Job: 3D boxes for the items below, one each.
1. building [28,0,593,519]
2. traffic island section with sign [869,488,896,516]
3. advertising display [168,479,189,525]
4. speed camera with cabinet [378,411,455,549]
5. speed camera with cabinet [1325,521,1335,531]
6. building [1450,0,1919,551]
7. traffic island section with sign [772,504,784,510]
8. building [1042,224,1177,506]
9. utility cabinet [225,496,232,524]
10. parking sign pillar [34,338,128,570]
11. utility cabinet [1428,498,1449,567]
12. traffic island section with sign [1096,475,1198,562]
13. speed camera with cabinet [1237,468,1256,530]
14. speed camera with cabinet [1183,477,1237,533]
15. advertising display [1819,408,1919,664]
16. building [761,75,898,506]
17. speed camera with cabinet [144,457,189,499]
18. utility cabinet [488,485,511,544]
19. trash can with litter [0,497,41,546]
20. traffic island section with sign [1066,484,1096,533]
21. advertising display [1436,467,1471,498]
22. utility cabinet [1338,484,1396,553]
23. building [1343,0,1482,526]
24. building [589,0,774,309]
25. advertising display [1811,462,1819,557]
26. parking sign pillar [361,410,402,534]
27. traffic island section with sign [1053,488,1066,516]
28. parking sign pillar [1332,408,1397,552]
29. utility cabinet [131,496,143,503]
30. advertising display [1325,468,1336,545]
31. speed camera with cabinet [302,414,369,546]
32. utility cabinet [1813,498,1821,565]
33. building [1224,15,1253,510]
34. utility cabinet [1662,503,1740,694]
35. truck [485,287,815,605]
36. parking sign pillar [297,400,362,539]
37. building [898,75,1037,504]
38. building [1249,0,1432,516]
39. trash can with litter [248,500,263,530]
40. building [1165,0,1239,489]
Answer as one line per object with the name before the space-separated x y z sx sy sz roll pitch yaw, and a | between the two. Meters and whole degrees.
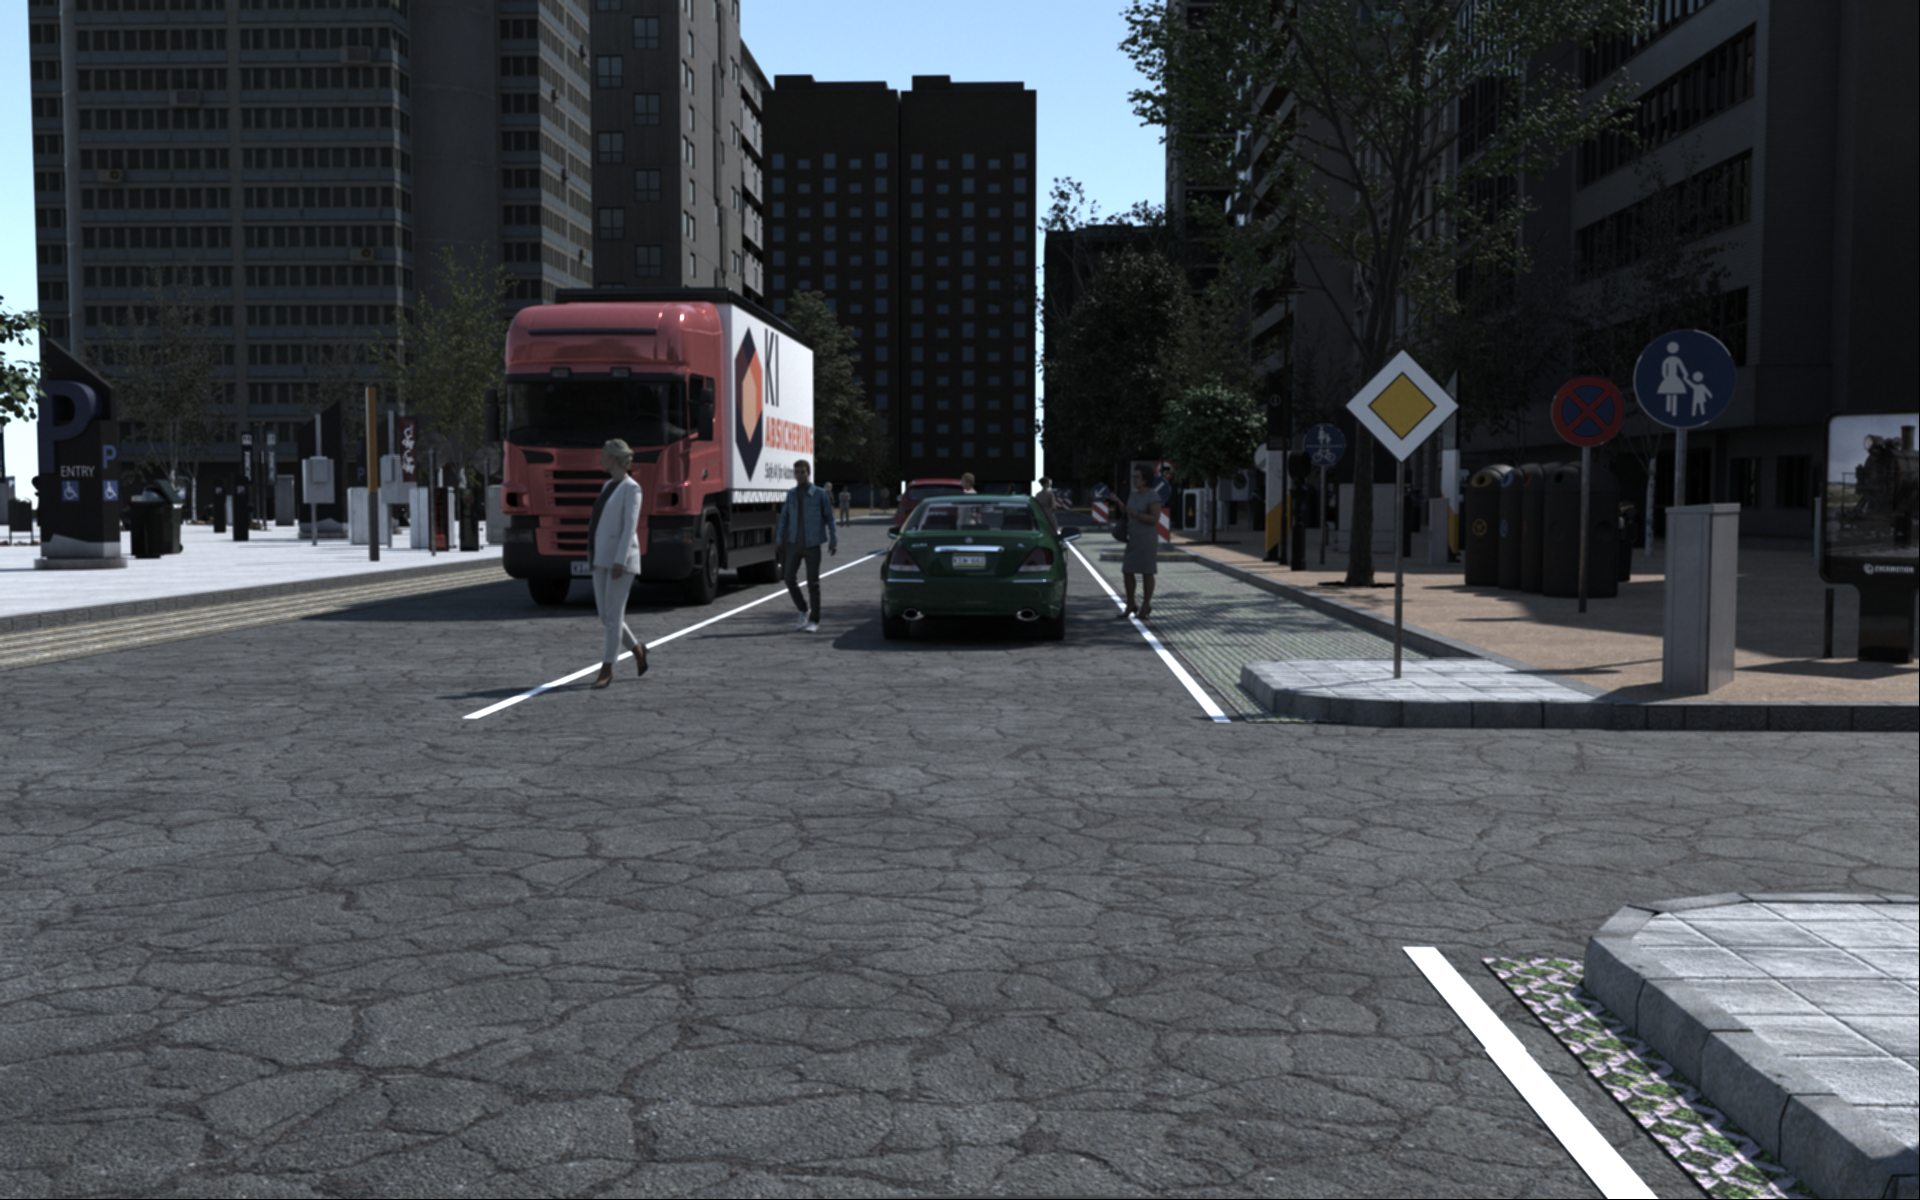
building | -34.929 -24.972 100.179 32.217 40.220 23.993 0 4 2
traffic island section with sign | -4.934 -6.470 114.405 1.989 1.847 2.006 0 4 2
advertising display | -32.927 -4.144 72.973 0.974 1.923 0.123 1 4 22
speed camera with cabinet | -12.807 -2.846 40.871 2.038 3.252 0.660 2 4 35
speed camera with cabinet | 13.230 -4.063 60.765 0.660 3.252 2.038 0 4 -5
building | 25.078 -14.204 51.304 14.314 24.678 30.058 0 4 2
traffic island section with sign | -6.834 -3.390 64.054 1.989 1.847 2.006 0 4 2
building | 16.025 -25.484 188.362 14.107 30.474 14.160 0 4 2
utility cabinet | -30.751 -3.808 73.423 1.020 1.237 0.306 0 4 8
parking sign pillar | -15.165 -2.526 29.771 1.447 3.967 1.447 1 4 15
utility cabinet | 8.542 -1.210 30.947 0.306 1.237 1.020 1 4 12
traffic island section with sign | 4.018 -1.744 37.143 1.989 1.847 2.006 0 4 2
speed camera with cabinet | 9.578 -4.149 62.172 2.038 3.252 0.660 3 4 38
speed camera with cabinet | 8.332 -3.917 58.376 0.660 3.252 2.038 -2 4 -28
advertising display | 7.079 -0.488 13.192 0.123 1.923 0.974 -3 5 -43
building | -13.364 -32.928 188.478 14.200 45.320 14.600 0 4 2
speed camera with cabinet | -39.418 -5.606 85.989 0.660 3.252 2.038 3 4 36
utility cabinet | -11.225 -2.124 43.404 1.173 1.500 0.318 1 4 12
trash can with litter | -23.778 -1.962 43.143 2.233 1.210 1.678 -1 4 -10
traffic island section with sign | 5.043 -3.391 64.079 1.989 1.847 2.006 0 4 2
advertising display | 11.804 -2.218 41.475 0.974 1.923 0.123 -2 4 -26
utility cabinet | 8.830 -1.768 37.588 1.173 1.500 0.318 1 4 10
building | 24.023 -15.136 76.351 11.050 23.489 19.941 0 4 2
building | -34.488 -37.148 196.615 27.495 52.752 28.713 0 4 2
advertising display | 17.618 -1.852 35.502 0.123 1.923 0.974 3 4 36
parking sign pillar | -18.628 -4.092 55.377 1.447 3.967 1.447 2 4 31
traffic island section with sign | 6.924 -6.451 114.099 1.989 1.847 2.006 0 4 2
parking sign pillar | 9.126 -3.085 38.920 1.447 3.967 1.447 1 4 20
utility cabinet | -31.207 -3.381 66.442 0.306 1.237 1.020 3 4 37
advertising display | 9.565 -2.330 43.317 0.974 1.923 0.123 -1 4 -20
speed camera with cabinet | -15.405 -3.009 43.537 2.038 3.252 0.660 -2 4 -28
utility cabinet | 15.890 -1.219 31.085 0.306 1.237 1.020 -2 4 -32
building | 32.848 -31.546 135.386 23.786 49.044 30.456 0 4 2
utility cabinet | 4.941 -0.024 11.560 0.306 1.237 1.020 2 4 33
truck | -4.176 -2.259 25.849 2.839 4.237 11.283 0 4 3
parking sign pillar | -18.284 -3.745 49.706 1.447 3.967 1.447 0 4 4
building | 1.132 -32.939 188.666 14.200 45.320 14.600 0 4 2
building | 30.482 -29.712 109.493 21.300 48.544 21.600 0 4 2
trash can with litter | -25.608 -3.129 62.546 1.055 1.170 0.624 2 4 28
building | 33.531 -45.975 189.942 20.611 71.187 20.563 0 4 2
